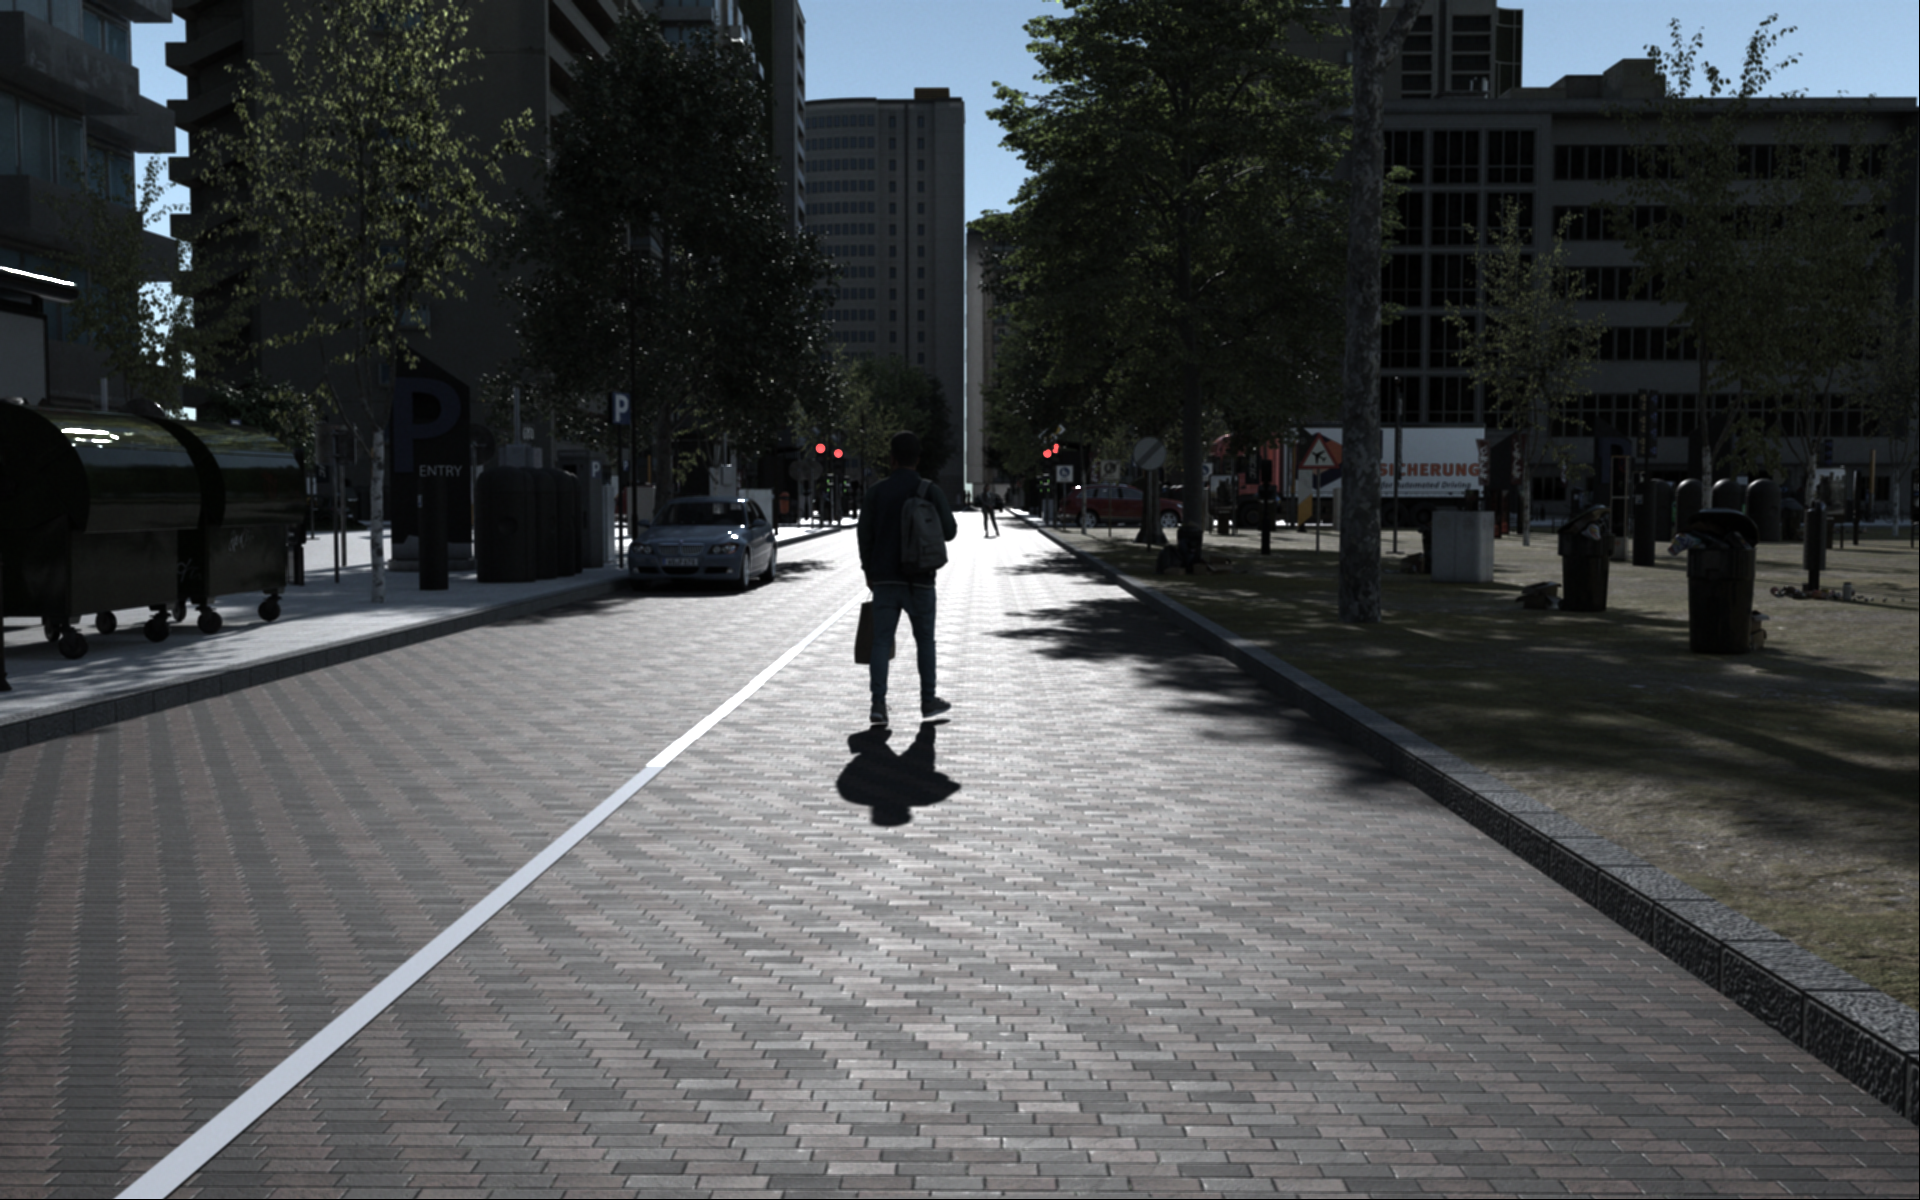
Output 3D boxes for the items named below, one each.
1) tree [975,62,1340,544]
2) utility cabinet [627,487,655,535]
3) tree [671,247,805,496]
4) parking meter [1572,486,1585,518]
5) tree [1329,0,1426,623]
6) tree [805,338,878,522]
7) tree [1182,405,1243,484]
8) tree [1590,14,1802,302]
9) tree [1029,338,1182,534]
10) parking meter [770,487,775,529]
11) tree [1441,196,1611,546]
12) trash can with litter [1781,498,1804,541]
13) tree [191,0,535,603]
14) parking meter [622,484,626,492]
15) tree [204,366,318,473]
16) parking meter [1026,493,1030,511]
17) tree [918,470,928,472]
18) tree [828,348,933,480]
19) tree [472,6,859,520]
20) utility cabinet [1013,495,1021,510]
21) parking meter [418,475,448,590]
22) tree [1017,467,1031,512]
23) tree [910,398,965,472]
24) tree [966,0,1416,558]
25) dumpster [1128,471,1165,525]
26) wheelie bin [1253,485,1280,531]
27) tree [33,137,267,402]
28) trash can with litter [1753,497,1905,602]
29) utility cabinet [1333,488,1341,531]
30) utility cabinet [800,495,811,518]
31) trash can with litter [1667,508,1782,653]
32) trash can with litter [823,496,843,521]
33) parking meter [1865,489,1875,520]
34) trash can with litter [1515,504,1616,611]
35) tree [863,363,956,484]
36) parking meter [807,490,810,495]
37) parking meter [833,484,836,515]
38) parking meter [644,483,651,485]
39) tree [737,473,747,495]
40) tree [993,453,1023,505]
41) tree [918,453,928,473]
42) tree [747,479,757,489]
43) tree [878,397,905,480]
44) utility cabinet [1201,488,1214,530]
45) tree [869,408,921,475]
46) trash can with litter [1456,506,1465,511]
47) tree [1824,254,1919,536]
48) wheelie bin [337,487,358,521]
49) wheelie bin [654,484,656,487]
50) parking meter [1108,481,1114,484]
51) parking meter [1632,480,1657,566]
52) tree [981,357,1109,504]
[{"bbox_3d":[5.042,-7.819,44.845,9.611,12.733,9.660,0,3,0],"label":"tree"},{"bbox_3d":[-9.676,-2.711,53.007,1.173,1.500,0.318,3,4,37],"label":"utility cabinet"},{"bbox_3d":[-6.984,-6.071,49.631,4.360,8.622,3.978,0,3,0],"label":"tree"},{"bbox_3d":[20.516,-2.999,57.442,0.372,1.533,0.369,0,3,0],"label":"parking meter"},{"bbox_3d":[5.345,-9.802,16.157,12.611,20.169,13.585,0,3,0],"label":"tree"},{"bbox_3d":[-6.245,-7.974,80.732,4.360,8.622,3.978,0,3,0],"label":"tree"},{"bbox_3d":[11.525,-7.845,78.631,4.360,8.622,3.978,0,3,0],"label":"tree"},{"bbox_3d":[12.007,-4.693,27.093,4.737,8.622,4.395,0,3,0],"label":"tree"},{"bbox_3d":[4.176,-6.400,55.002,4.360,8.622,3.978,0,3,0],"label":"tree"},{"bbox_3d":[-6.984,-3.399,63.988,0.372,1.533,0.369,0,3,0],"label":"parking meter"},{"bbox_3d":[13.966,-5.636,42.516,4.360,8.622,3.978,0,3,0],"label":"tree"},{"bbox_3d":[22.978,-2.209,47.506,0.624,1.170,1.055,0,4,-6],"label":"trash can with litter"},{"bbox_3d":[-6.984,-4.288,20.468,4.360,8.622,3.978,0,3,0],"label":"tree"},{"bbox_3d":[-19.599,-5.859,101.506,0.255,1.863,0.399,1,4,19],"label":"parking meter"},{"bbox_3d":[-18.057,-3.728,44.663,4.285,4.588,4.351,0,3,0],"label":"tree"},{"bbox_3d":[5.075,-7.578,129.611,0.255,1.863,0.399,0,4,7],"label":"parking meter"},{"bbox_3d":[-4.701,-12.488,187.886,4.285,4.588,4.351,0,3,0],"label":"tree"},{"bbox_3d":[-5.654,-12.021,122.299,9.928,11.665,9.643,0,3,0],"label":"tree"},{"bbox_3d":[-6.951,-7.581,40.954,9.611,12.733,9.660,0,3,0],"label":"tree"},{"bbox_3d":[4.881,-8.074,143.174,1.020,1.237,0.306,2,4,33],"label":"utility cabinet"},{"bbox_3d":[-7.064,-0.905,23.216,0.372,1.533,0.369,0,3,0],"label":"parking meter"},{"bbox_3d":[4.951,-7.885,123.525,1.663,3.219,1.824,0,3,0],"label":"tree"},{"bbox_3d":[-4.438,-18.318,209.873,12.009,13.543,11.850,0,3,0],"label":"tree"},{"bbox_3d":[3.669,-6.826,29.737,7.486,12.596,7.792,0,3,0],"label":"tree"},{"bbox_3d":[7.820,-4.320,73.132,1.502,2.255,1.985,0,4,1],"label":"dumpster"},{"bbox_3d":[10.730,-3.223,60.599,0.980,1.594,0.693,1,4,16],"label":"wheelie bin"},{"bbox_3d":[-17.266,-5.277,36.641,4.737,8.622,4.395,0,3,0],"label":"tree"},{"bbox_3d":[10.799,-0.654,21.744,1.678,1.210,2.233,1,4,20],"label":"trash can with litter"},{"bbox_3d":[13.469,-3.127,59.804,1.173,1.500,0.318,-1,4,-15],"label":"utility cabinet"},{"bbox_3d":[-8.542,-5.074,94.125,1.020,1.237,0.306,1,4,21],"label":"utility cabinet"},{"bbox_3d":[6.258,-0.173,14.221,0.624,1.170,1.055,3,4,37],"label":"trash can with litter"},{"bbox_3d":[-6.073,-4.345,82.431,1.055,1.170,0.624,1,4,16],"label":"trash can with litter"},{"bbox_3d":[43.917,-4.599,83.602,0.372,1.533,0.369,0,3,0],"label":"parking meter"},{"bbox_3d":[6.662,-0.473,19.126,0.624,1.170,1.055,-3,5,-44],"label":"trash can with litter"},{"bbox_3d":[-4.997,-16.118,170.180,9.857,13.997,8.962,0,3,0],"label":"tree"},{"bbox_3d":[-8.906,-5.735,102.175,0.372,1.533,0.369,0,3,0],"label":"parking meter"},{"bbox_3d":[-7.379,-5.838,101.170,0.255,1.863,0.399,-3,4,-37],"label":"parking meter"},{"bbox_3d":[-16.006,-5.089,88.911,0.255,1.863,0.399,-2,4,-32],"label":"parking meter"},{"bbox_3d":[-16.526,-8.099,127.019,1.663,3.219,1.824,0,3,0],"label":"tree"},{"bbox_3d":[6.187,-15.867,209.792,4.737,8.622,4.395,0,3,0],"label":"tree"},{"bbox_3d":[-4.492,-14.900,193.973,4.360,8.622,3.978,0,3,0],"label":"tree"},{"bbox_3d":[-13.563,-7.690,120.340,1.663,3.219,1.824,0,3,0],"label":"tree"},{"bbox_3d":[-5.610,-9.427,104.485,4.360,8.622,3.978,0,3,0],"label":"tree"},{"bbox_3d":[8.647,-3.182,60.711,0.318,1.500,1.173,0,4,-1],"label":"utility cabinet"},{"bbox_3d":[-5.124,-11.770,142.807,4.737,8.622,4.395,0,3,0],"label":"tree"},{"bbox_3d":[40.644,-7.897,140.496,0.624,1.170,1.055,2,4,29],"label":"trash can with litter"},{"bbox_3d":[28.342,-6.236,52.329,4.360,8.622,3.978,0,3,0],"label":"tree"},{"bbox_3d":[-26.732,-4.133,75.480,0.693,1.594,0.980,2,4,29],"label":"wheelie bin"},{"bbox_3d":[-9.569,-2.880,54.995,0.693,1.594,0.980,-2,4,-30],"label":"wheelie bin"},{"bbox_3d":[6.827,-4.447,78.424,0.255,1.863,0.399,0,4,2],"label":"parking meter"},{"bbox_3d":[12.259,-1.383,31.021,0.372,1.533,0.369,0,3,0],"label":"parking meter"},{"bbox_3d":[5.092,-10.042,98.601,7.601,10.594,8.767,1,4,12],"label":"tree"}]
